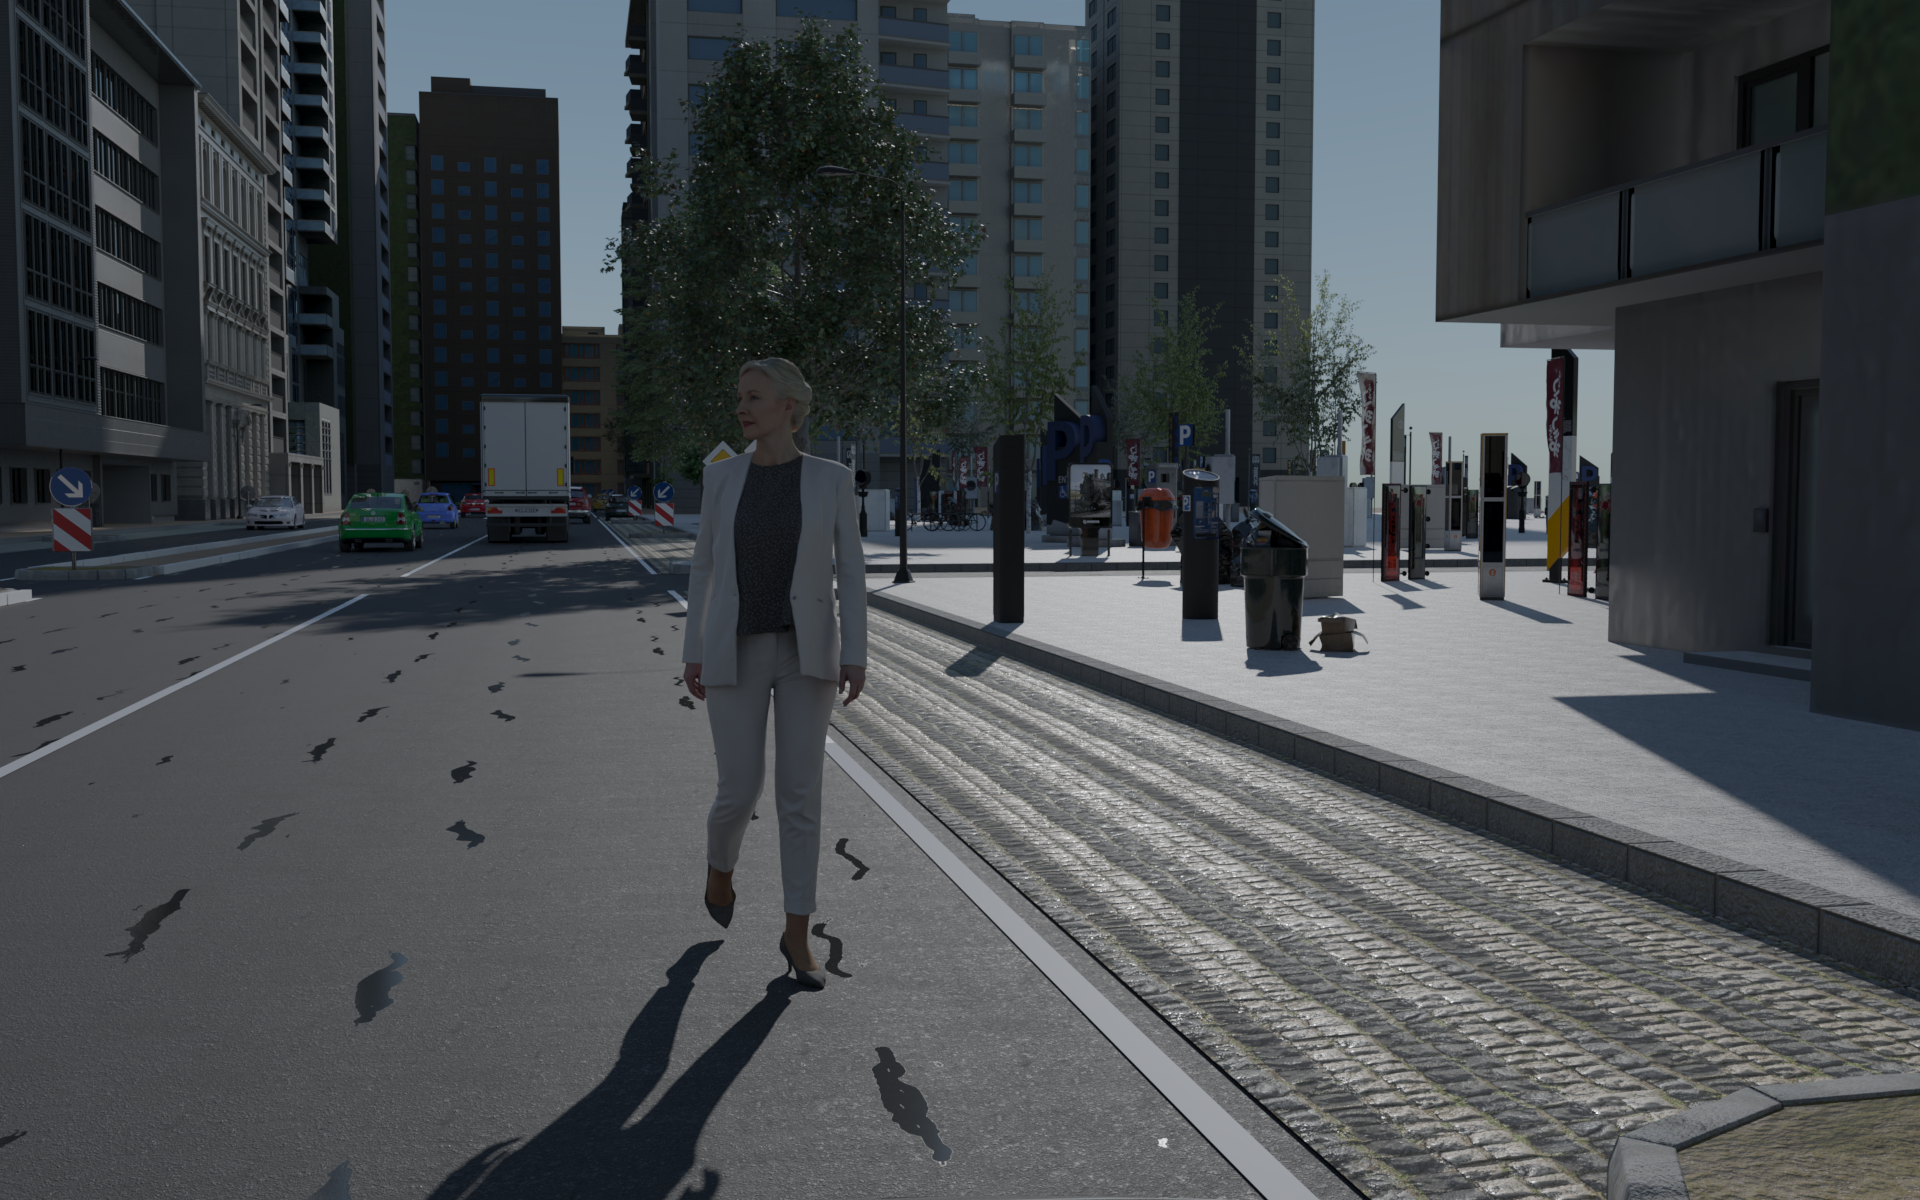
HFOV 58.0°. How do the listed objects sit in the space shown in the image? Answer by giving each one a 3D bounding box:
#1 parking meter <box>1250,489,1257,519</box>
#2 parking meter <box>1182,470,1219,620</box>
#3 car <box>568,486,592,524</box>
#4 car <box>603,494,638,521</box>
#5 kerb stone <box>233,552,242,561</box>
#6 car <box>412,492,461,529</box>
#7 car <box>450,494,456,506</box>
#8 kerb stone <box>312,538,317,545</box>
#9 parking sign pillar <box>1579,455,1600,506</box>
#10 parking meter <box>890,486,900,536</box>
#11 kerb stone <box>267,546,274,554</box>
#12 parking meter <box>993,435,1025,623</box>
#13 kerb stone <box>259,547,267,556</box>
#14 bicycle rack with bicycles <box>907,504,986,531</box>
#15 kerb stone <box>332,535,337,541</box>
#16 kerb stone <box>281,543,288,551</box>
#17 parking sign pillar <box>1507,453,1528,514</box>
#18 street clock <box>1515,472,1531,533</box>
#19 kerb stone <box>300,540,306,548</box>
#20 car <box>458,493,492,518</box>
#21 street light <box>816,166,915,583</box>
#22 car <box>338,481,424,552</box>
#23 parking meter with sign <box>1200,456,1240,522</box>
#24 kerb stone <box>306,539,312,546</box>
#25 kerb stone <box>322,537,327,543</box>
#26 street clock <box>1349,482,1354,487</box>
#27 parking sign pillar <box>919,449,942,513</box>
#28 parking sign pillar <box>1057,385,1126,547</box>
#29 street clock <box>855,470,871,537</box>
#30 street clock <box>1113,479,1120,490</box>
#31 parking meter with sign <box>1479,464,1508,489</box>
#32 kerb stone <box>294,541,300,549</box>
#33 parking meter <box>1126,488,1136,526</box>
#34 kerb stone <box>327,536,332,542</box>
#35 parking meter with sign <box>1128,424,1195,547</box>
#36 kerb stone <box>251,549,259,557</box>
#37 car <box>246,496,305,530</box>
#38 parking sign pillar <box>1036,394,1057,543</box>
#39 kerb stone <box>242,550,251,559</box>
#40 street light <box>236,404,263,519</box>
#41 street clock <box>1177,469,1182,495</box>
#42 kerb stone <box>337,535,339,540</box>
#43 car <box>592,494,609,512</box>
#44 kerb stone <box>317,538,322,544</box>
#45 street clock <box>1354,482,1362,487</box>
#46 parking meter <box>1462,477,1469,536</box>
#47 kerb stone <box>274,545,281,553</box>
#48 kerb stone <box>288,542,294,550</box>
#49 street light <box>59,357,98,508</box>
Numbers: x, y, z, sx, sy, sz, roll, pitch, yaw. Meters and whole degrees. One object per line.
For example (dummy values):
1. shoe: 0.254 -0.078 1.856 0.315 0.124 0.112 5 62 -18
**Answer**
1. parking meter: 15.314 -5.011 90.346 0.372 1.533 0.369 0 3 0
2. parking meter: 2.478 -0.576 17.832 0.372 1.533 0.369 0 3 0
3. car: -19.171 -4.658 84.833 2.281 1.827 5.304 -1 4 -14
4. car: -18.178 -5.090 93.009 2.009 1.686 4.222 -1 4 -11
5. kerb stone: -15.688 -0.924 37.304 0.120 0.150 1.000 -1 4 -13
6. car: -21.893 -3.839 72.366 1.945 1.707 3.694 -1 4 -14
7. car: -50.666 -9.823 170.398 2.009 1.686 4.222 -1 4 -11
8. kerb stone: -18.149 -1.599 48.341 0.120 0.150 1.000 -1 4 -13
9. parking sign pillar: 43.414 -8.014 119.500 1.447 3.967 1.447 0 4 5
10. parking meter: -1.793 -2.698 52.516 0.372 1.533 0.369 0 3 0
11. kerb stone: -16.578 -1.170 41.322 0.120 0.150 1.000 -1 4 -13
12. parking meter: 0.487 -0.711 17.342 0.255 1.863 0.399 -1 4 -11
13. kerb stone: -16.351 -1.108 40.308 0.120 0.150 1.000 -1 4 -13
14. bicycle rack with bicycles: -0.436 -2.872 60.332 2.925 0.926 2.852 1 4 22
15. kerb stone: -19.051 -1.845 52.353 0.120 0.150 1.000 -1 4 -13
16. kerb stone: -17.020 -1.292 43.325 0.120 0.150 1.000 -1 4 -13
17. parking sign pillar: 36.191 -7.584 112.476 1.447 3.967 1.447 -2 4 -30
18. street clock: 18.497 -3.205 56.975 0.471 2.002 0.358 2 4 24
19. kerb stone: -17.699 -1.476 46.326 0.120 0.150 1.000 -1 4 -13
20. car: -29.955 -6.002 107.166 2.155 1.783 4.494 -1 4 -14
21. street light: -1.348 -3.197 24.813 1.470 5.913 1.316 -1 4 -13
22. car: -14.849 -2.186 44.534 1.959 1.807 4.718 -1 4 -13
23. parking meter with sign: 11.840 -5.054 78.897 1.738 3.016 0.543 0 4 -6
24. kerb stone: -17.925 -1.538 47.335 0.120 0.150 1.000 -1 4 -13
25. kerb stone: -18.597 -1.722 50.348 0.120 0.150 1.000 -1 4 -13
26. street clock: 24.438 -6.307 107.687 0.471 2.002 0.358 -2 4 -30
27. parking sign pillar: -1.734 -7.006 103.016 1.447 3.967 1.447 1 4 19
28. parking sign pillar: 3.343 -3.296 42.359 1.447 3.967 1.447 -1 4 -13
29. street clock: -2.893 -2.884 51.725 0.471 2.002 0.358 3 5 40
30. street clock: 7.568 -4.908 84.815 0.471 2.002 0.358 -1 4 -22
31. parking meter with sign: 24.919 -5.232 81.798 1.738 3.016 0.543 2 4 34
32. kerb stone: -17.479 -1.415 45.328 0.120 0.150 1.000 -1 4 -13
33. parking meter: 6.771 -3.685 68.655 0.372 1.533 0.369 0 3 0
34. kerb stone: -18.826 -1.776 51.356 0.120 0.150 1.000 -1 4 -13
35. parking meter with sign: 4.949 -2.841 42.706 1.738 3.016 0.543 -2 4 -34
36. kerb stone: -16.122 -1.047 39.311 0.120 0.150 1.000 -1 4 -13
37. car: -27.986 -3.579 70.875 2.083 1.381 4.827 -1 4 -14
38. parking sign pillar: 2.891 -3.523 46.075 1.447 3.967 1.447 -3 5 -40
39. kerb stone: -15.904 -0.983 38.313 0.120 0.150 1.000 -1 4 -13
40. street light: -36.558 -7.129 89.099 1.470 5.913 1.316 -1 4 -13
41. street clock: 5.639 -2.538 46.067 0.471 2.002 0.358 0 4 0
42. kerb stone: -19.267 -1.905 53.355 0.120 0.150 1.000 -1 4 -13
43. car: -28.995 -8.009 141.170 2.015 1.641 3.980 -1 4 -11
44. kerb stone: -18.371 -1.660 49.342 0.120 0.150 1.000 -1 4 -13
45. street clock: 24.746 -6.253 106.812 0.471 2.002 0.358 1 4 20
46. parking meter: 15.281 -2.883 52.848 0.255 1.863 0.399 -3 4 -36
47. kerb stone: -16.805 -1.229 42.325 0.120 0.150 1.000 -1 4 -13
48. kerb stone: -17.253 -1.353 44.320 0.120 0.150 1.000 -1 4 -13
49. street light: -29.901 -5.270 58.708 1.470 5.913 1.316 -1 4 -13
